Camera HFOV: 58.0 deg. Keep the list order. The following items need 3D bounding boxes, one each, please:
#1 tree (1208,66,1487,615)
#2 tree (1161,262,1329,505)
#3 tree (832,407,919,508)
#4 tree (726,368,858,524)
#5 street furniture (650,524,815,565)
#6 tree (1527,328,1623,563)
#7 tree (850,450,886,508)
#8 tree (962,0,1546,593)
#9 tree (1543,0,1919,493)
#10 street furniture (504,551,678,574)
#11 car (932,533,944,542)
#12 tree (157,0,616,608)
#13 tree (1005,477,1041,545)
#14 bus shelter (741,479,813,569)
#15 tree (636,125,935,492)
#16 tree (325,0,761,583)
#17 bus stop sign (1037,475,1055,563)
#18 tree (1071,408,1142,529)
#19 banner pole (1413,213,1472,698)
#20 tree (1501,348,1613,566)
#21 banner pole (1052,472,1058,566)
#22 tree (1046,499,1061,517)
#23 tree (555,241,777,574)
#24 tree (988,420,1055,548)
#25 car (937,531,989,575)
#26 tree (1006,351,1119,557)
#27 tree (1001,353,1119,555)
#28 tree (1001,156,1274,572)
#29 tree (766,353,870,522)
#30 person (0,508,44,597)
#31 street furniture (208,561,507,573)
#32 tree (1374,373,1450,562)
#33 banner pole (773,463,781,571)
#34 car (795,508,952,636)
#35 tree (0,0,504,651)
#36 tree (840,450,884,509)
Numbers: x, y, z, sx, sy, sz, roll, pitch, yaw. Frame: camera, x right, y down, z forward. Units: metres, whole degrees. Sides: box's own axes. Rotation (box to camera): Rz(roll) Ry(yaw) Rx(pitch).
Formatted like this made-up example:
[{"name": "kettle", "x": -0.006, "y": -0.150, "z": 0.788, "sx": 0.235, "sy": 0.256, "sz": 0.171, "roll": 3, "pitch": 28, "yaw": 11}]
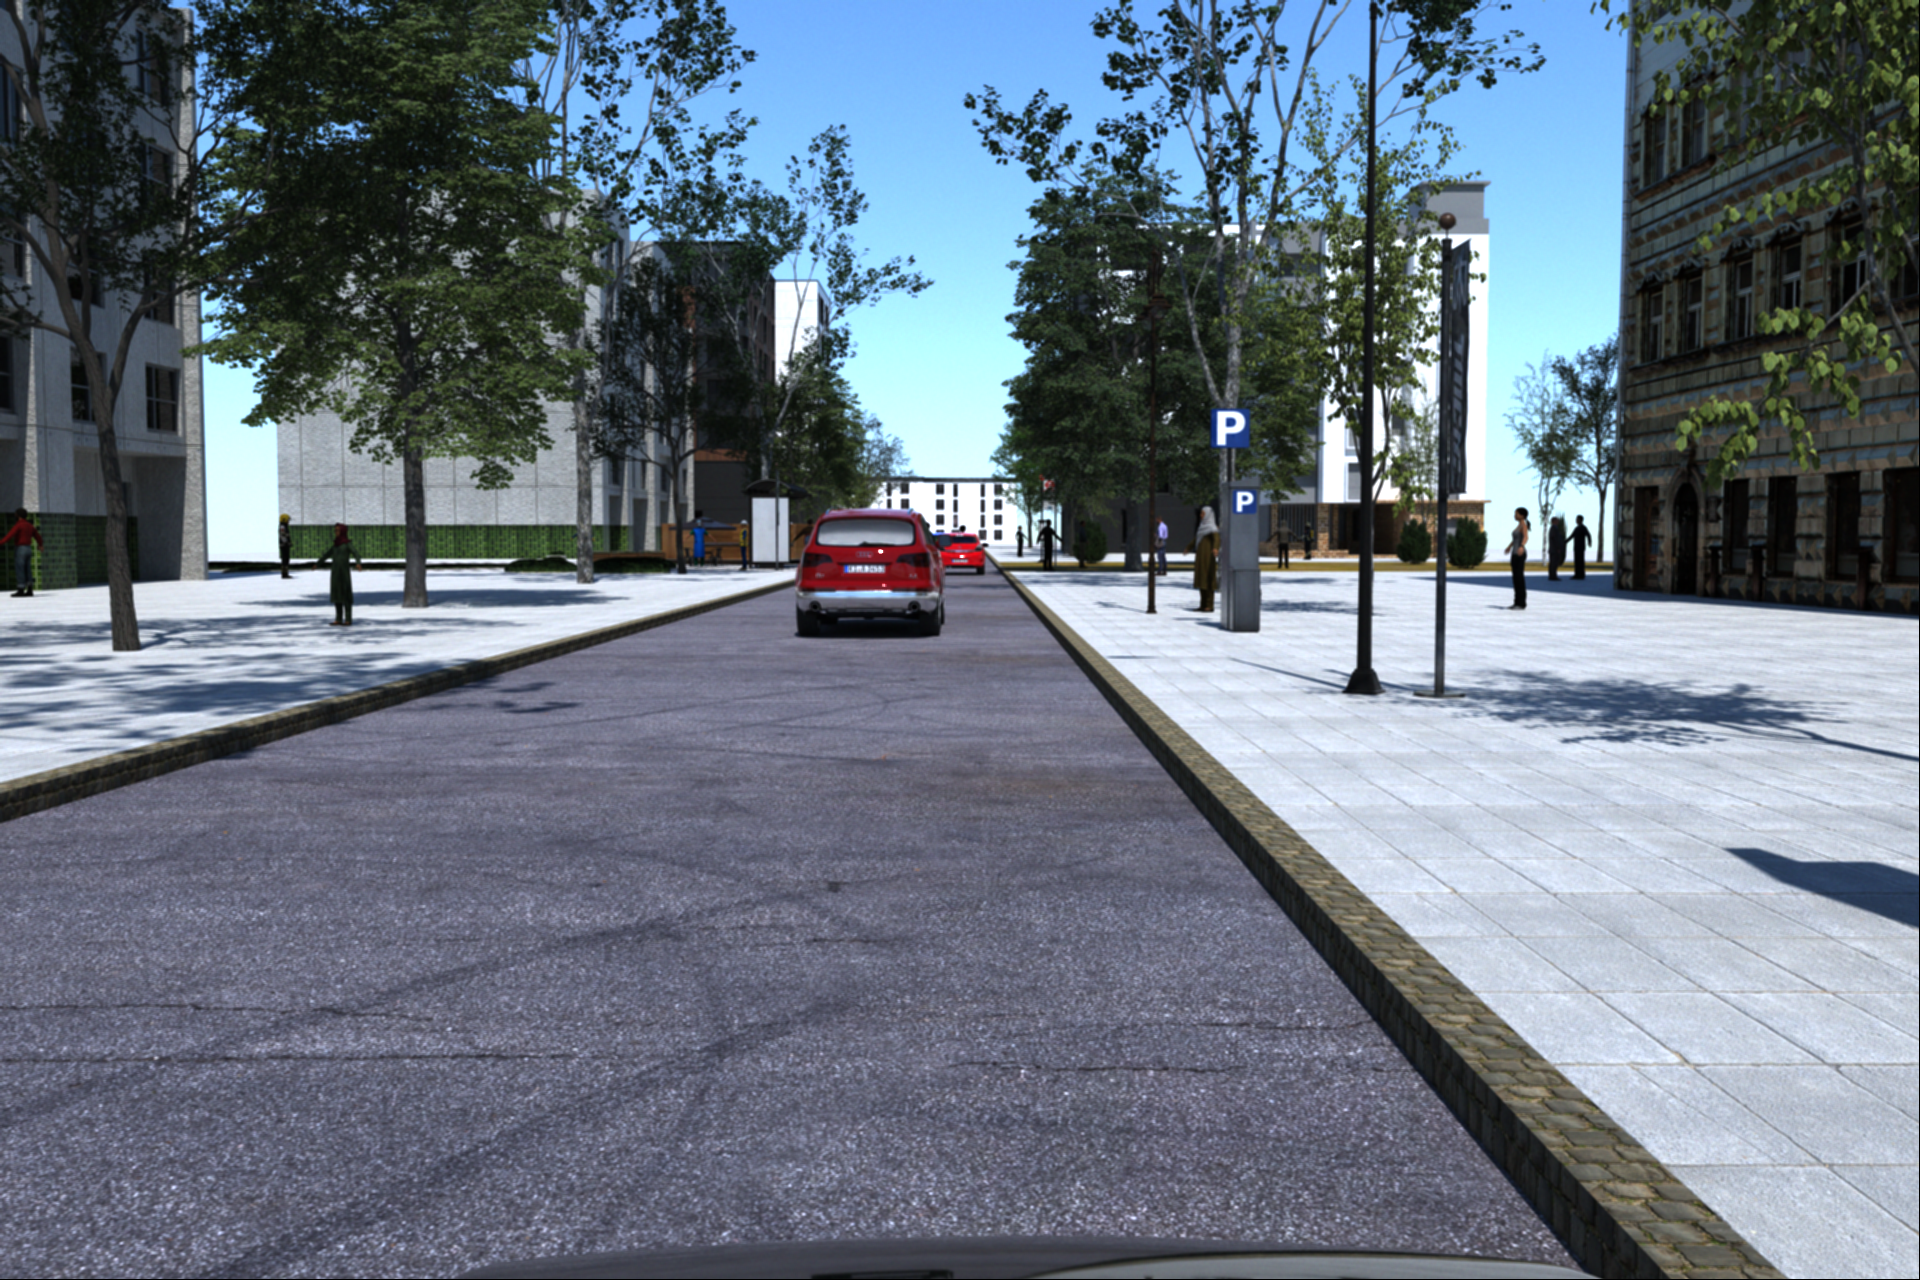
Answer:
[{"name": "tree", "x": 6.259, "y": -4.685, "z": 26.965, "sx": 4.737, "sy": 8.622, "sz": 4.395, "roll": 0, "pitch": 3, "yaw": 0}, {"name": "tree", "x": 11.760, "y": -9.422, "z": 72.185, "sx": 7.486, "sy": 12.596, "sz": 7.792, "roll": 0, "pitch": 3, "yaw": 0}, {"name": "tree", "x": -9.175, "y": -15.613, "z": 165.645, "sx": 12.009, "sy": 13.543, "sz": 11.850, "roll": 0, "pitch": 3, "yaw": 0}, {"name": "tree", "x": -9.155, "y": -9.962, "z": 97.289, "sx": 7.601, "sy": 10.594, "sz": 8.767, "roll": 2, "pitch": 4, "yaw": 30}, {"name": "street furniture", "x": -9.753, "y": -4.271, "z": 76.693, "sx": 11.010, "sy": 1.723, "sz": 9.812, "roll": 2, "pitch": 4, "yaw": 26}, {"name": "tree", "x": 29.091, "y": -8.758, "z": 77.607, "sx": 7.601, "sy": 10.594, "sz": 8.767, "roll": -1, "pitch": 4, "yaw": -18}, {"name": "tree", "x": -8.768, "y": -12.329, "z": 151.933, "sx": 4.360, "sy": 8.622, "sz": 3.978, "roll": 0, "pitch": 3, "yaw": 0}, {"name": "tree", "x": 6.482, "y": -11.175, "z": 38.596, "sx": 12.611, "sy": 20.169, "sz": 13.585, "roll": 0, "pitch": 3, "yaw": 0}, {"name": "tree", "x": 5.437, "y": -3.612, "z": 9.419, "sx": 4.737, "sy": 8.622, "sz": 4.395, "roll": 0, "pitch": 3, "yaw": 0}, {"name": "street furniture", "x": -12.518, "y": -2.721, "z": 60.116, "sx": 5.734, "sy": 0.657, "sz": 10.072, "roll": 0, "pitch": 4, "yaw": -4}, {"name": "car", "x": -0.825, "y": -4.490, "z": 83.006, "sx": 1.945, "sy": 1.707, "sz": 3.694, "roll": 0, "pitch": 4, "yaw": -1}, {"name": "tree", "x": -9.881, "y": -6.853, "z": 30.172, "sx": 7.486, "sy": 12.596, "sz": 7.792, "roll": 0, "pitch": 3, "yaw": 0}, {"name": "tree", "x": 6.744, "y": -13.206, "z": 166.275, "sx": 4.360, "sy": 8.622, "sz": 3.978, "roll": 0, "pitch": 3, "yaw": 0}, {"name": "bus shelter", "x": -6.965, "y": -4.432, "z": 66.394, "sx": 2.014, "sy": 3.302, "sz": 5.546, "roll": 0, "pitch": 4, "yaw": 2}, {"name": "tree", "x": -8.024, "y": -13.707, "z": 80.000, "sx": 12.611, "sy": 20.169, "sz": 13.585, "roll": 0, "pitch": 3, "yaw": 0}, {"name": "tree", "x": -10.760, "y": -11.467, "z": 43.376, "sx": 12.611, "sy": 20.169, "sz": 13.585, "roll": 0, "pitch": 3, "yaw": 0}, {"name": "bus stop sign", "x": 3.899, "y": -5.446, "z": 77.741, "sx": 0.855, "sy": 3.939, "sz": 0.416, "roll": 0, "pitch": 4, "yaw": 0}, {"name": "tree", "x": 6.555, "y": -8.410, "z": 87.859, "sx": 4.360, "sy": 8.622, "sz": 3.978, "roll": 0, "pitch": 3, "yaw": 0}, {"name": "banner pole", "x": 3.797, "y": -1.429, "z": 13.384, "sx": 0.401, "sy": 3.779, "sz": 0.863, "roll": 0, "pitch": 4, "yaw": 0}, {"name": "tree", "x": 23.319, "y": -7.290, "z": 69.555, "sx": 4.360, "sy": 8.622, "sz": 3.978, "roll": 0, "pitch": 3, "yaw": 0}, {"name": "banner pole", "x": 3.797, "y": -4.807, "z": 68.610, "sx": 0.401, "sy": 3.779, "sz": 0.863, "roll": 0, "pitch": 4, "yaw": 0}, {"name": "tree", "x": 16.412, "y": -20.954, "z": 252.968, "sx": 12.009, "sy": 13.543, "sz": 11.850, "roll": 0, "pitch": 3, "yaw": 0}, {"name": "tree", "x": -9.341, "y": -7.425, "z": 55.815, "sx": 7.601, "sy": 10.594, "sz": 8.767, "roll": 0, "pitch": 4, "yaw": 0}, {"name": "tree", "x": 6.259, "y": -14.120, "z": 156.620, "sx": 9.928, "sy": 11.665, "sz": 9.643, "roll": 0, "pitch": 3, "yaw": 0}, {"name": "car", "x": -0.036, "y": -3.240, "z": 62.010, "sx": 2.155, "sy": 1.783, "sz": 4.494, "roll": 0, "pitch": 4, "yaw": -1}, {"name": "tree", "x": 6.313, "y": -10.492, "z": 97.296, "sx": 9.928, "sy": 11.665, "sz": 9.643, "roll": 0, "pitch": 3, "yaw": 0}, {"name": "tree", "x": 6.268, "y": -11.636, "z": 108.371, "sx": 7.486, "sy": 12.596, "sz": 7.792, "roll": 0, "pitch": 3, "yaw": 0}, {"name": "tree", "x": 5.750, "y": -9.240, "z": 57.732, "sx": 9.857, "sy": 13.997, "sz": 8.962, "roll": 0, "pitch": 3, "yaw": 0}, {"name": "tree", "x": -9.242, "y": -11.624, "z": 108.180, "sx": 7.486, "sy": 12.596, "sz": 7.792, "roll": 0, "pitch": 3, "yaw": 0}, {"name": "person", "x": -19.153, "y": -1.788, "z": 35.345, "sx": 0.704, "sy": 1.816, "sz": 1.345, "roll": 1, "pitch": 4, "yaw": 13}, {"name": "street furniture", "x": -31.138, "y": -3.896, "z": 68.736, "sx": 27.439, "sy": 1.986, "sz": 14.083, "roll": 3, "pitch": 4, "yaw": 36}, {"name": "tree", "x": 21.334, "y": -7.842, "z": 78.587, "sx": 4.360, "sy": 8.622, "sz": 3.978, "roll": 0, "pitch": 3, "yaw": 0}, {"name": "banner pole", "x": -6.444, "y": -4.355, "z": 61.228, "sx": 0.401, "sy": 3.779, "sz": 0.863, "roll": 0, "pitch": 4, "yaw": 2}, {"name": "car", "x": -1.264, "y": -1.057, "z": 25.955, "sx": 2.281, "sy": 1.827, "sz": 5.304, "roll": 0, "pitch": 4, "yaw": 1}, {"name": "tree", "x": -9.343, "y": -5.177, "z": 19.054, "sx": 8.767, "sy": 10.594, "sz": 7.601, "roll": -2, "pitch": 4, "yaw": -32}, {"name": "tree", "x": -8.354, "y": -11.372, "z": 136.300, "sx": 4.737, "sy": 8.622, "sz": 4.395, "roll": 0, "pitch": 3, "yaw": 0}]
